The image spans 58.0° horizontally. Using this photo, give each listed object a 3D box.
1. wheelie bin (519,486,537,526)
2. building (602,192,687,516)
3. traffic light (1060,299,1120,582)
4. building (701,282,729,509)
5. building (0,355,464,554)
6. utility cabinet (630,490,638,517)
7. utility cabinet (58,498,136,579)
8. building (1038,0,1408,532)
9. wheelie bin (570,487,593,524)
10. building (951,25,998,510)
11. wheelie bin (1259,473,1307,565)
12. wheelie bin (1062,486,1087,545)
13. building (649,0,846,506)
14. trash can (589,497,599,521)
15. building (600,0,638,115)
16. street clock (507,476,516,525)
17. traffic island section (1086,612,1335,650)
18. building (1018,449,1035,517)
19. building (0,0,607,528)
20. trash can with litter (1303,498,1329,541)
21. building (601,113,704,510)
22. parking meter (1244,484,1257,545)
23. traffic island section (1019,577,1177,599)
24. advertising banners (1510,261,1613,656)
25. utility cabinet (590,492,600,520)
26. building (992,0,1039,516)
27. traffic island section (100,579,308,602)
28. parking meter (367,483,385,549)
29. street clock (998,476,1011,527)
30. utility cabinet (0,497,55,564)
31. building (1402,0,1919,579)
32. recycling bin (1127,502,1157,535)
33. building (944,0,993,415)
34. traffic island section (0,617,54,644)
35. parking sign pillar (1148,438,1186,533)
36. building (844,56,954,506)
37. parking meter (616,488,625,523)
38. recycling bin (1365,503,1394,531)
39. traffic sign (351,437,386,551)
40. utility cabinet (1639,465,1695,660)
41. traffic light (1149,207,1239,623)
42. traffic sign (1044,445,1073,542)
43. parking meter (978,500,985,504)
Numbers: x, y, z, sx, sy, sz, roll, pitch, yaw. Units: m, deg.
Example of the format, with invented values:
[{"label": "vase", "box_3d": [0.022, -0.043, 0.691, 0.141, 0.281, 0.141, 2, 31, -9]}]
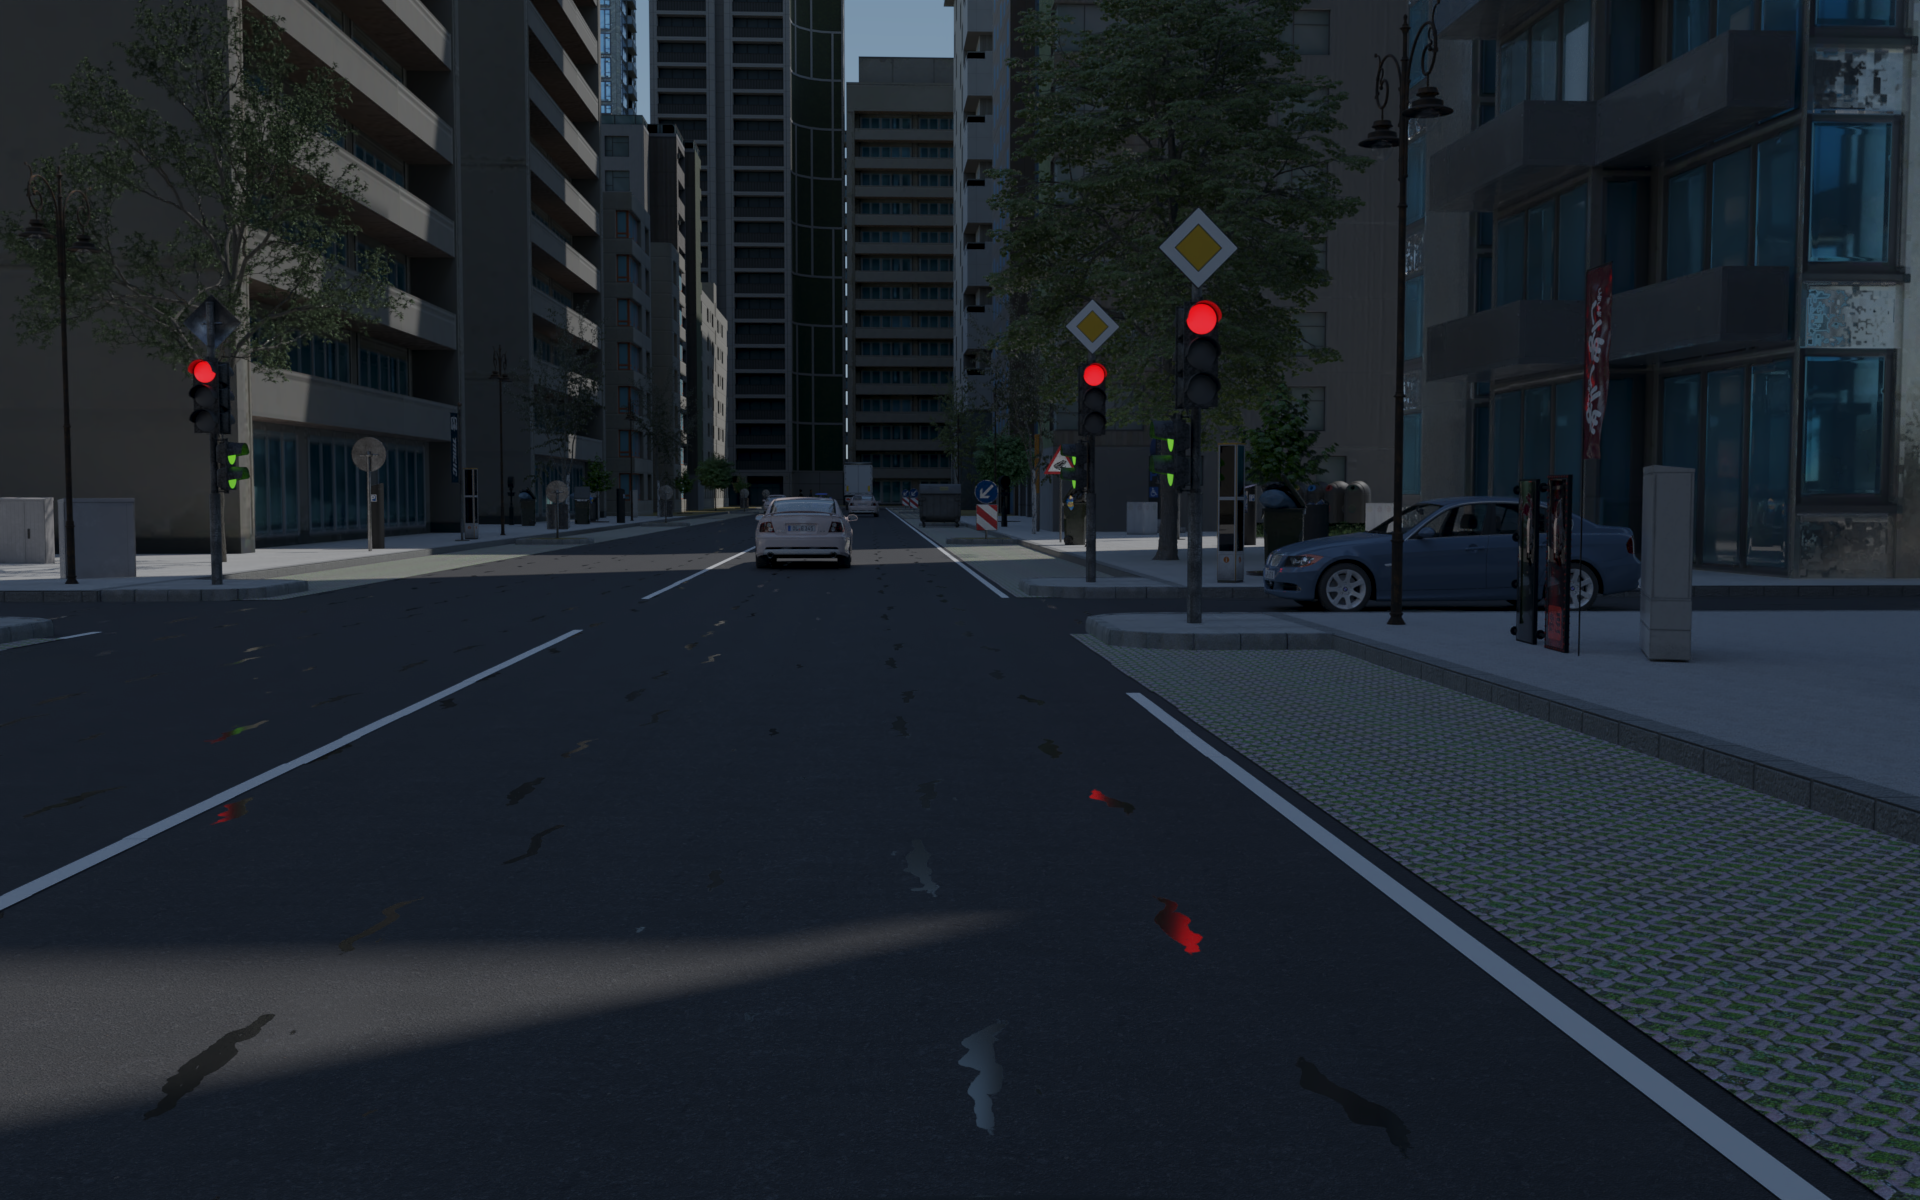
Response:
[{"label": "wheelie bin", "box_3d": [-17.352, -3.769, 69.534, 0.693, 1.594, 0.980, -1, 4, -12]}, {"label": "building", "box_3d": [-33.339, -16.394, 113.082, 27.650, 21.520, 28.899, 0, 4, -3]}, {"label": "traffic light", "box_3d": [1.886, -2.212, 25.094, 0.839, 4.253, 0.868, 0, 4, -3]}, {"label": "building", "box_3d": [-36.914, -19.186, 158.733, 28.899, 21.520, 27.650, 0, 4, -3]}, {"label": "building", "box_3d": [-26.588, -25.799, 45.511, 21.300, 48.544, 21.600, 0, 4, -3]}, {"label": "utility cabinet", "box_3d": [-17.853, -5.269, 94.823, 0.318, 1.500, 1.173, -1, 4, -16]}, {"label": "utility cabinet", "box_3d": [-13.202, -0.939, 26.507, 1.020, 1.237, 0.306, -3, 5, -44]}, {"label": "building", "box_3d": [9.782, -23.309, 64.697, 14.154, 41.232, 14.086, 0, 4, -3]}, {"label": "wheelie bin", "box_3d": [-16.007, -3.997, 73.267, 0.980, 1.594, 0.693, -1, 4, -10]}, {"label": "building", "box_3d": [11.223, -50.009, 130.321, 22.319, 86.520, 31.000, 0, 4, -3]}, {"label": "wheelie bin", "box_3d": [4.823, -1.099, 25.873, 0.693, 1.594, 0.980, 1, 4, 13]}, {"label": "wheelie bin", "box_3d": [2.922, -2.194, 43.781, 0.693, 1.594, 0.980, 0, 4, 3]}, {"label": "building", "box_3d": [-23.207, -46.198, 193.587, 20.611, 71.187, 20.563, 0, 4, -3]}, {"label": "trash can", "box_3d": [-17.549, -4.327, 82.398, 0.748, 1.137, 0.748, 0, 3, 0]}, {"label": "building", "box_3d": [-49.013, -53.809, 192.441, 31.000, 86.520, 22.319, 0, 4, -3]}, {"label": "street clock", "box_3d": [-18.408, -4.066, 71.049, 0.358, 2.002, 0.471, 0, 4, -7]}, {"label": "traffic island section", "box_3d": [2.353, 0.309, 17.236, 2.009, 0.180, 2.903, 0, 4, -3]}, {"label": "building", "box_3d": [14.155, -39.823, 89.353, 20.563, 71.187, 20.611, 0, 4, -3]}, {"label": "building", "box_3d": [-29.260, -27.999, 81.484, 21.300, 48.544, 21.600, 0, 4, -3]}, {"label": "trash can with litter", "box_3d": [7.346, -1.392, 33.813, 2.233, 1.210, 1.678, 0, 4, 2]}, {"label": "building", "box_3d": [-27.813, -22.221, 135.007, 14.160, 30.474, 14.107, 0, 4, -3]}, {"label": "parking meter", "box_3d": [7.238, -2.140, 43.400, 0.372, 1.533, 0.369, 0, 3, 0]}, {"label": "traffic island section", "box_3d": [1.927, -0.179, 25.210, 2.009, 0.180, 2.903, 0, 4, -3]}, {"label": "advertising banners", "box_3d": [4.889, -1.097, 14.125, 0.090, 3.025, 2.074, 0, 3, 0]}, {"label": "utility cabinet", "box_3d": [-18.258, -4.695, 85.441, 0.318, 1.500, 1.173, 2, 4, 25]}, {"label": "building", "box_3d": [9.437, -28.044, 108.631, 14.600, 45.320, 14.200, 0, 4, -3]}, {"label": "traffic island section", "box_3d": [-10.547, -0.139, 24.550, 2.009, 0.180, 2.903, 0, 4, -3]}, {"label": "parking meter", "box_3d": [-13.668, -1.964, 40.515, 0.372, 1.533, 0.369, 0, 3, 0]}, {"label": "street clock", "box_3d": [1.734, -3.864, 67.747, 0.471, 2.002, 0.358, -2, 4, -30]}, {"label": "utility cabinet", "box_3d": [-17.307, -1.275, 32.009, 1.020, 1.237, 0.306, 0, 4, 6]}, {"label": "building", "box_3d": [24.843, -25.403, 34.951, 30.456, 49.044, 23.786, 0, 4, -3]}, {"label": "recycling bin", "box_3d": [5.768, -2.588, 54.865, 0.722, 1.027, 0.722, 3, 5, 44]}, {"label": "building", "box_3d": [13.438, -34.952, 160.704, 28.713, 52.752, 27.495, 0, 4, -3]}, {"label": "traffic island section", "box_3d": [-10.121, 0.349, 16.576, 2.009, 0.180, 2.903, 0, 4, -3]}, {"label": "parking sign pillar", "box_3d": [6.740, -4.201, 57.158, 1.447, 3.967, 1.447, 3, 4, 38]}, {"label": "building", "box_3d": [-2.188, -35.031, 196.463, 21.600, 48.544, 21.300, 0, 4, -3]}, {"label": "parking meter", "box_3d": [-14.986, -4.164, 76.499, 0.372, 1.533, 0.369, 0, 3, 0]}, {"label": "recycling bin", "box_3d": [11.835, -2.193, 48.411, 0.722, 1.027, 0.722, -2, 4, -34]}, {"label": "traffic sign", "box_3d": [-13.221, -2.363, 38.745, 0.768, 2.556, 0.104, 0, 4, -1]}, {"label": "utility cabinet", "box_3d": [5.598, -0.307, 13.702, 0.318, 1.500, 1.173, 1, 4, 18]}, {"label": "traffic light", "box_3d": [2.313, -1.725, 17.120, 0.839, 4.253, 0.868, 0, 4, -3]}, {"label": "traffic sign", "box_3d": [2.665, -2.804, 45.845, 0.884, 2.594, 0.081, 0, 4, 1]}, {"label": "parking meter", "box_3d": [0.963, -4.279, 75.669, 0.399, 1.863, 0.255, 1, 4, 8]}]
